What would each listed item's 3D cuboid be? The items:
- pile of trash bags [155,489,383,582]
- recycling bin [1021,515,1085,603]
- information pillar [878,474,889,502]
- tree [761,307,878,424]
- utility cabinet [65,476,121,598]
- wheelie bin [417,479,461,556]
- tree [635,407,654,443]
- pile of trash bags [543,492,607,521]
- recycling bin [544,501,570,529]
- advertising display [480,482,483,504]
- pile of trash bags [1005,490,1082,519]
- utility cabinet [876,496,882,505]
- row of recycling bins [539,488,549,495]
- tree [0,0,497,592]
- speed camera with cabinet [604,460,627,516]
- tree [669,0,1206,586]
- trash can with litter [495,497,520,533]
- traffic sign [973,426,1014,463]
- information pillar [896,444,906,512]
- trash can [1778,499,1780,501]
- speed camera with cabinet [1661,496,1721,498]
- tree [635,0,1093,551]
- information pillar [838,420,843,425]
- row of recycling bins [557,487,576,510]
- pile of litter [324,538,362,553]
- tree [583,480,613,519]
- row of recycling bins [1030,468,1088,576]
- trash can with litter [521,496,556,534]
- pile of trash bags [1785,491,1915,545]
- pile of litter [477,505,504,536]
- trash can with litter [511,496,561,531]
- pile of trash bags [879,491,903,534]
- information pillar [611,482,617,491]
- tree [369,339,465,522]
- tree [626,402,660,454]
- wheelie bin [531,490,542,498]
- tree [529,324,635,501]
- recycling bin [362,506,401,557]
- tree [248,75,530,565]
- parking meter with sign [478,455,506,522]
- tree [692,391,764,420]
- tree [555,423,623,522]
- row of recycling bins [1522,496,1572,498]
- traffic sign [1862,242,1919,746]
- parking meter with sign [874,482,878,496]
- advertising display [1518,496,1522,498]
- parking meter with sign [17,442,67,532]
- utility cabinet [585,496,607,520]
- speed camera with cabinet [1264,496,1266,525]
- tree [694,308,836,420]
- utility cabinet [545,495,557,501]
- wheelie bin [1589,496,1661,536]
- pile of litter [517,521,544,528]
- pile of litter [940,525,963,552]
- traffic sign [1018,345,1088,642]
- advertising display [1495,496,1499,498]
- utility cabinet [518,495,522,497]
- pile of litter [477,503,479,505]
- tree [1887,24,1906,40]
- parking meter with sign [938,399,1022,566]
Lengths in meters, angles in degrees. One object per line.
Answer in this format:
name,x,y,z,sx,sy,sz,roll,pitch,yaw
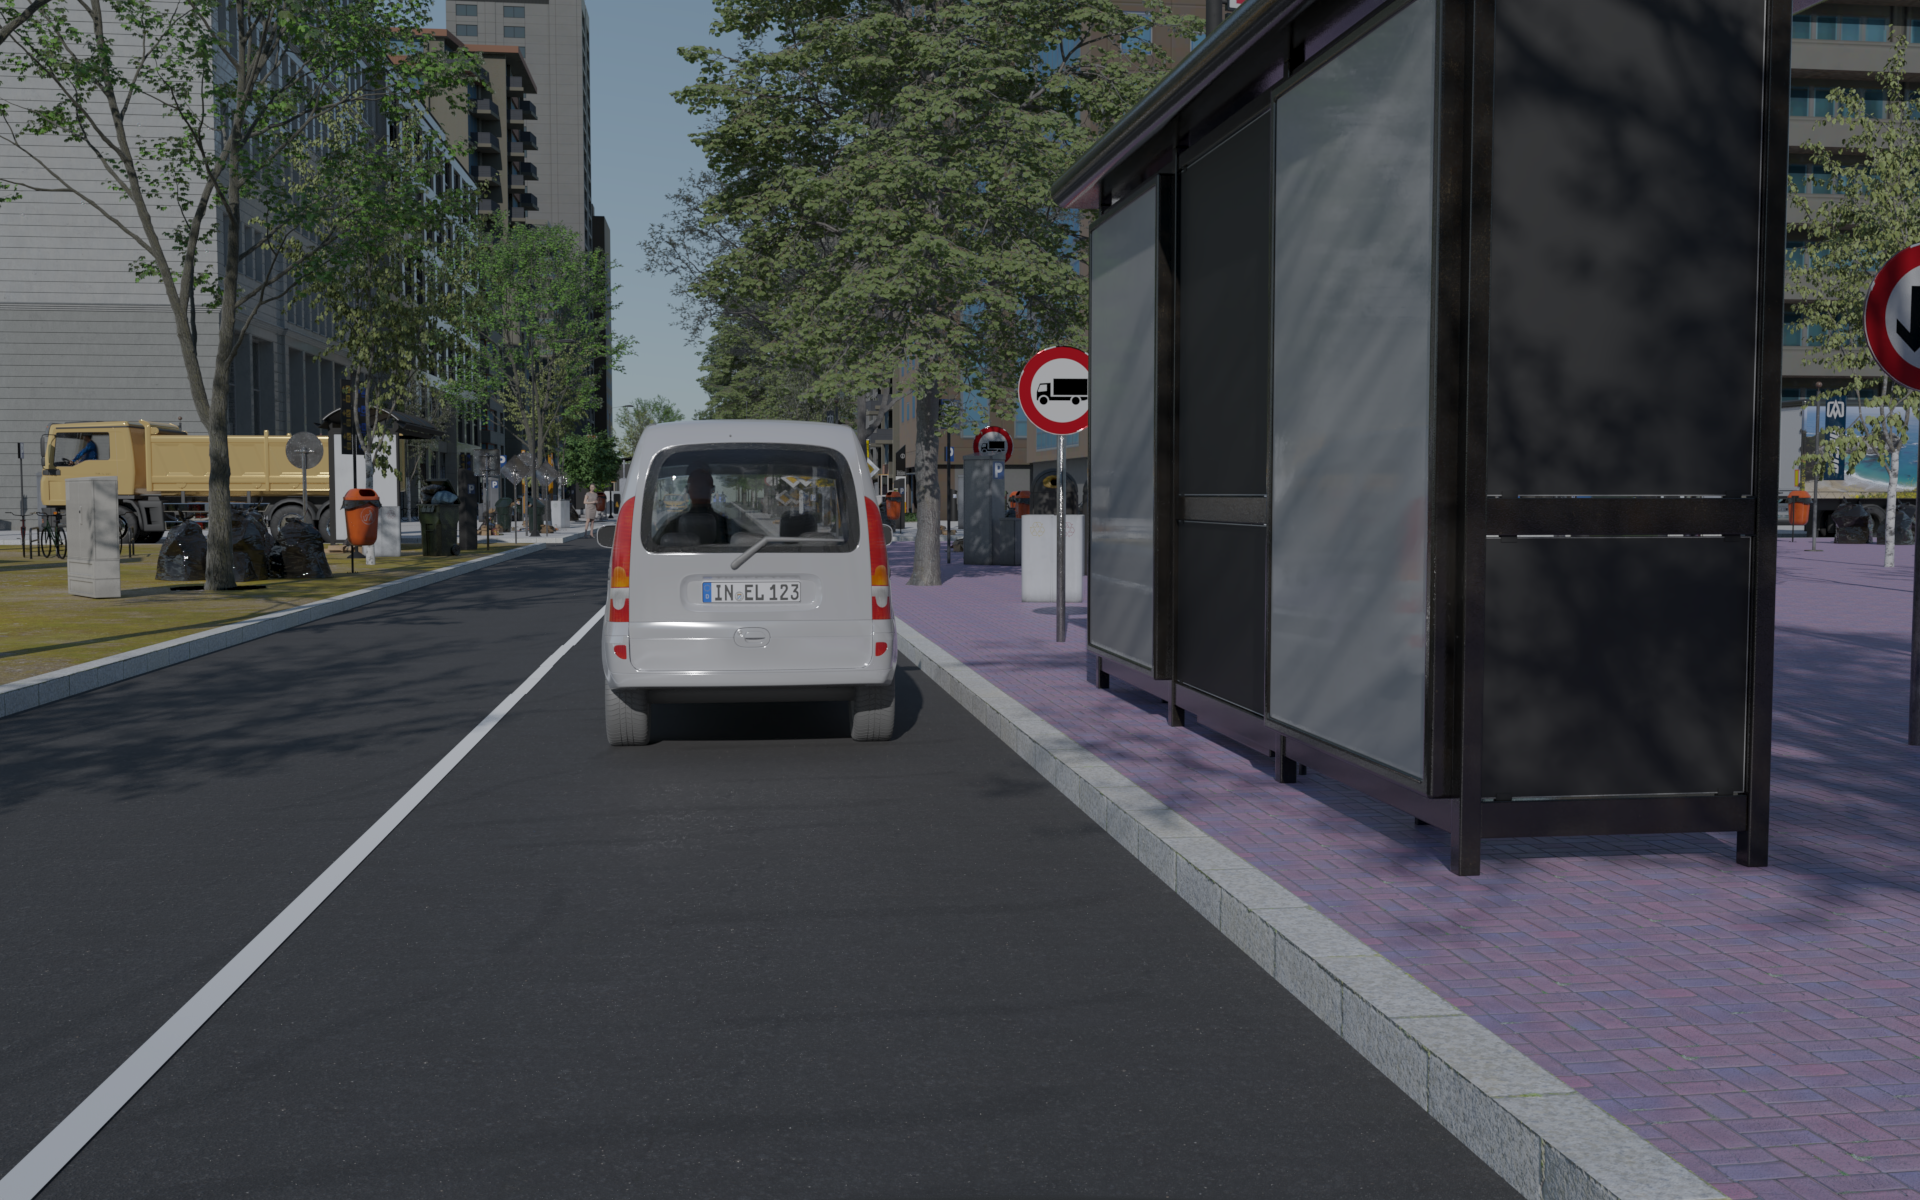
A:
pile of trash bags,-10.453,-1.040,26.758,1.912,1.369,3.447,2,4,34
recycling bin,1.122,-0.504,20.795,0.722,1.027,0.722,0,4,6
information pillar,-2.856,-3.670,64.490,0.304,2.012,0.304,-2,4,-25
tree,-5.034,-6.713,60.125,4.360,8.622,3.978,0,3,0
utility cabinet,-10.794,-0.786,21.524,0.318,1.500,1.173,-3,5,-41
wheelie bin,-10.793,-1.712,35.907,0.980,1.594,0.693,2,4,28
tree,-27.244,-11.921,145.268,4.737,8.622,4.395,0,3,0
pile of trash bags,-18.687,-4.488,83.130,3.447,1.369,1.912,-1,4,-8
recycling bin,-15.062,-3.189,64.700,0.722,1.027,0.722,1,4,18
advertising display,-26.096,-5.504,95.205,0.123,1.923,0.974,1,4,14
pile of trash bags,2.974,-2.882,56.875,3.447,1.369,1.912,3,5,41
utility cabinet,-3.268,-3.077,61.476,1.020,1.237,0.306,0,4,1
row of recycling bins,-28.700,-6.892,119.794,1.069,1.692,3.534,-1,4,-10
tree,-9.991,-5.932,22.750,9.928,11.665,9.643,0,3,0
speed camera with cabinet,-19.762,-6.491,100.456,0.660,3.252,2.038,2,4,28
tree,-0.385,-6.503,24.451,7.486,12.596,7.792,0,3,0
trash can with litter,-15.156,-2.813,57.383,0.624,1.170,1.055,0,4,7
traffic sign,0.617,-1.980,32.474,0.768,2.556,0.104,0,4,-1
information pillar,-2.773,-5.510,81.441,0.504,3.616,0.183,-1,4,-22
trash can,22.298,-2.223,47.999,0.748,1.137,0.748,0,3,0
speed camera with cabinet,26.592,-4.201,63.014,0.660,3.252,2.038,-3,4,-37
tree,-2.124,-7.872,39.085,12.009,13.543,11.850,0,3,0
information pillar,-3.582,-3.792,53.357,0.504,3.616,0.183,0,4,1
row of recycling bins,-24.105,-6.136,107.439,1.069,1.692,3.534,-2,4,-30
pile of litter,-13.234,-1.457,37.784,1.176,0.858,1.719,-3,5,-41
tree,-18.407,-5.690,87.635,1.663,3.219,1.824,0,3,0
row of recycling bins,2.655,-1.221,27.071,3.534,1.692,1.069,2,4,33
trash can with litter,-13.612,-2.755,56.436,1.055,1.170,0.624,2,4,29
pile of trash bags,23.227,-2.165,45.145,1.912,1.369,3.447,-3,4,-37
pile of litter,-14.825,-2.438,53.825,1.176,0.858,1.719,-2,4,-28
trash can with litter,-14.913,-3.018,60.394,2.233,1.210,1.678,0,4,-7
pile of trash bags,-2.849,-2.899,57.148,1.912,1.369,3.447,-2,4,-31
information pillar,-21.046,-6.157,105.166,0.304,2.012,0.304,1,4,15
tree,-24.813,-7.840,78.549,4.360,8.622,3.978,0,3,0
tree,-24.827,-11.465,137.807,4.360,8.622,3.978,0,3,0
wheelie bin,-27.792,-6.472,113.732,0.980,1.594,0.693,3,4,36
tree,-17.024,-7.484,72.732,4.737,8.622,4.395,0,3,0
recycling bin,-11.900,-1.409,35.596,0.722,1.027,0.722,-1,4,-22
tree,-10.514,-4.955,31.371,4.737,8.622,4.395,0,3,0
parking meter with sign,-21.207,-5.019,78.324,1.738,3.016,0.543,3,5,43
tree,-34.799,-25.124,266.667,12.611,20.169,13.585,0,3,0
tree,-16.973,-5.864,79.592,4.285,4.588,4.351,0,3,0
row of recycling bins,27.078,-4.426,79.482,3.534,1.692,1.069,-2,4,-26
traffic sign,4.894,-0.530,8.779,0.768,2.556,0.104,0,4,-4
parking meter with sign,-5.146,-7.069,111.839,1.738,3.016,0.543,1,4,13
advertising display,24.764,-4.420,77.484,0.123,1.923,0.974,-2,4,-25
parking meter with sign,-30.889,-3.821,58.732,1.738,3.016,0.543,-1,4,-18
utility cabinet,-18.038,-4.568,85.850,1.020,1.237,0.306,0,4,1
speed camera with cabinet,7.970,-3.071,44.554,2.038,3.252,0.660,-3,4,-38
tree,-12.216,-12.373,108.955,9.857,13.997,8.962,0,3,0
utility cabinet,-26.510,-6.196,112.473,0.306,1.237,1.020,2,4,35
wheelie bin,8.235,-0.833,21.536,0.693,1.594,0.980,-2,4,-25
pile of litter,-16.426,-3.249,67.083,1.719,0.858,1.176,-3,5,-40
pile of litter,0.311,-1.519,38.805,1.719,0.858,1.176,-3,4,-37
traffic sign,0.876,-0.908,14.957,0.768,2.556,0.104,0,4,-3
advertising display,30.123,-5.548,95.919,0.974,1.923,0.123,2,4,28
utility cabinet,-29.943,-6.568,118.548,0.306,1.237,1.020,0,4,6
pile of litter,-28.462,-5.431,102.769,1.176,0.858,1.719,0,4,-3
tree,12.416,-4.340,21.318,4.737,8.622,4.395,0,3,0
parking meter with sign,0.430,-2.149,31.390,1.738,3.016,0.543,3,5,39
